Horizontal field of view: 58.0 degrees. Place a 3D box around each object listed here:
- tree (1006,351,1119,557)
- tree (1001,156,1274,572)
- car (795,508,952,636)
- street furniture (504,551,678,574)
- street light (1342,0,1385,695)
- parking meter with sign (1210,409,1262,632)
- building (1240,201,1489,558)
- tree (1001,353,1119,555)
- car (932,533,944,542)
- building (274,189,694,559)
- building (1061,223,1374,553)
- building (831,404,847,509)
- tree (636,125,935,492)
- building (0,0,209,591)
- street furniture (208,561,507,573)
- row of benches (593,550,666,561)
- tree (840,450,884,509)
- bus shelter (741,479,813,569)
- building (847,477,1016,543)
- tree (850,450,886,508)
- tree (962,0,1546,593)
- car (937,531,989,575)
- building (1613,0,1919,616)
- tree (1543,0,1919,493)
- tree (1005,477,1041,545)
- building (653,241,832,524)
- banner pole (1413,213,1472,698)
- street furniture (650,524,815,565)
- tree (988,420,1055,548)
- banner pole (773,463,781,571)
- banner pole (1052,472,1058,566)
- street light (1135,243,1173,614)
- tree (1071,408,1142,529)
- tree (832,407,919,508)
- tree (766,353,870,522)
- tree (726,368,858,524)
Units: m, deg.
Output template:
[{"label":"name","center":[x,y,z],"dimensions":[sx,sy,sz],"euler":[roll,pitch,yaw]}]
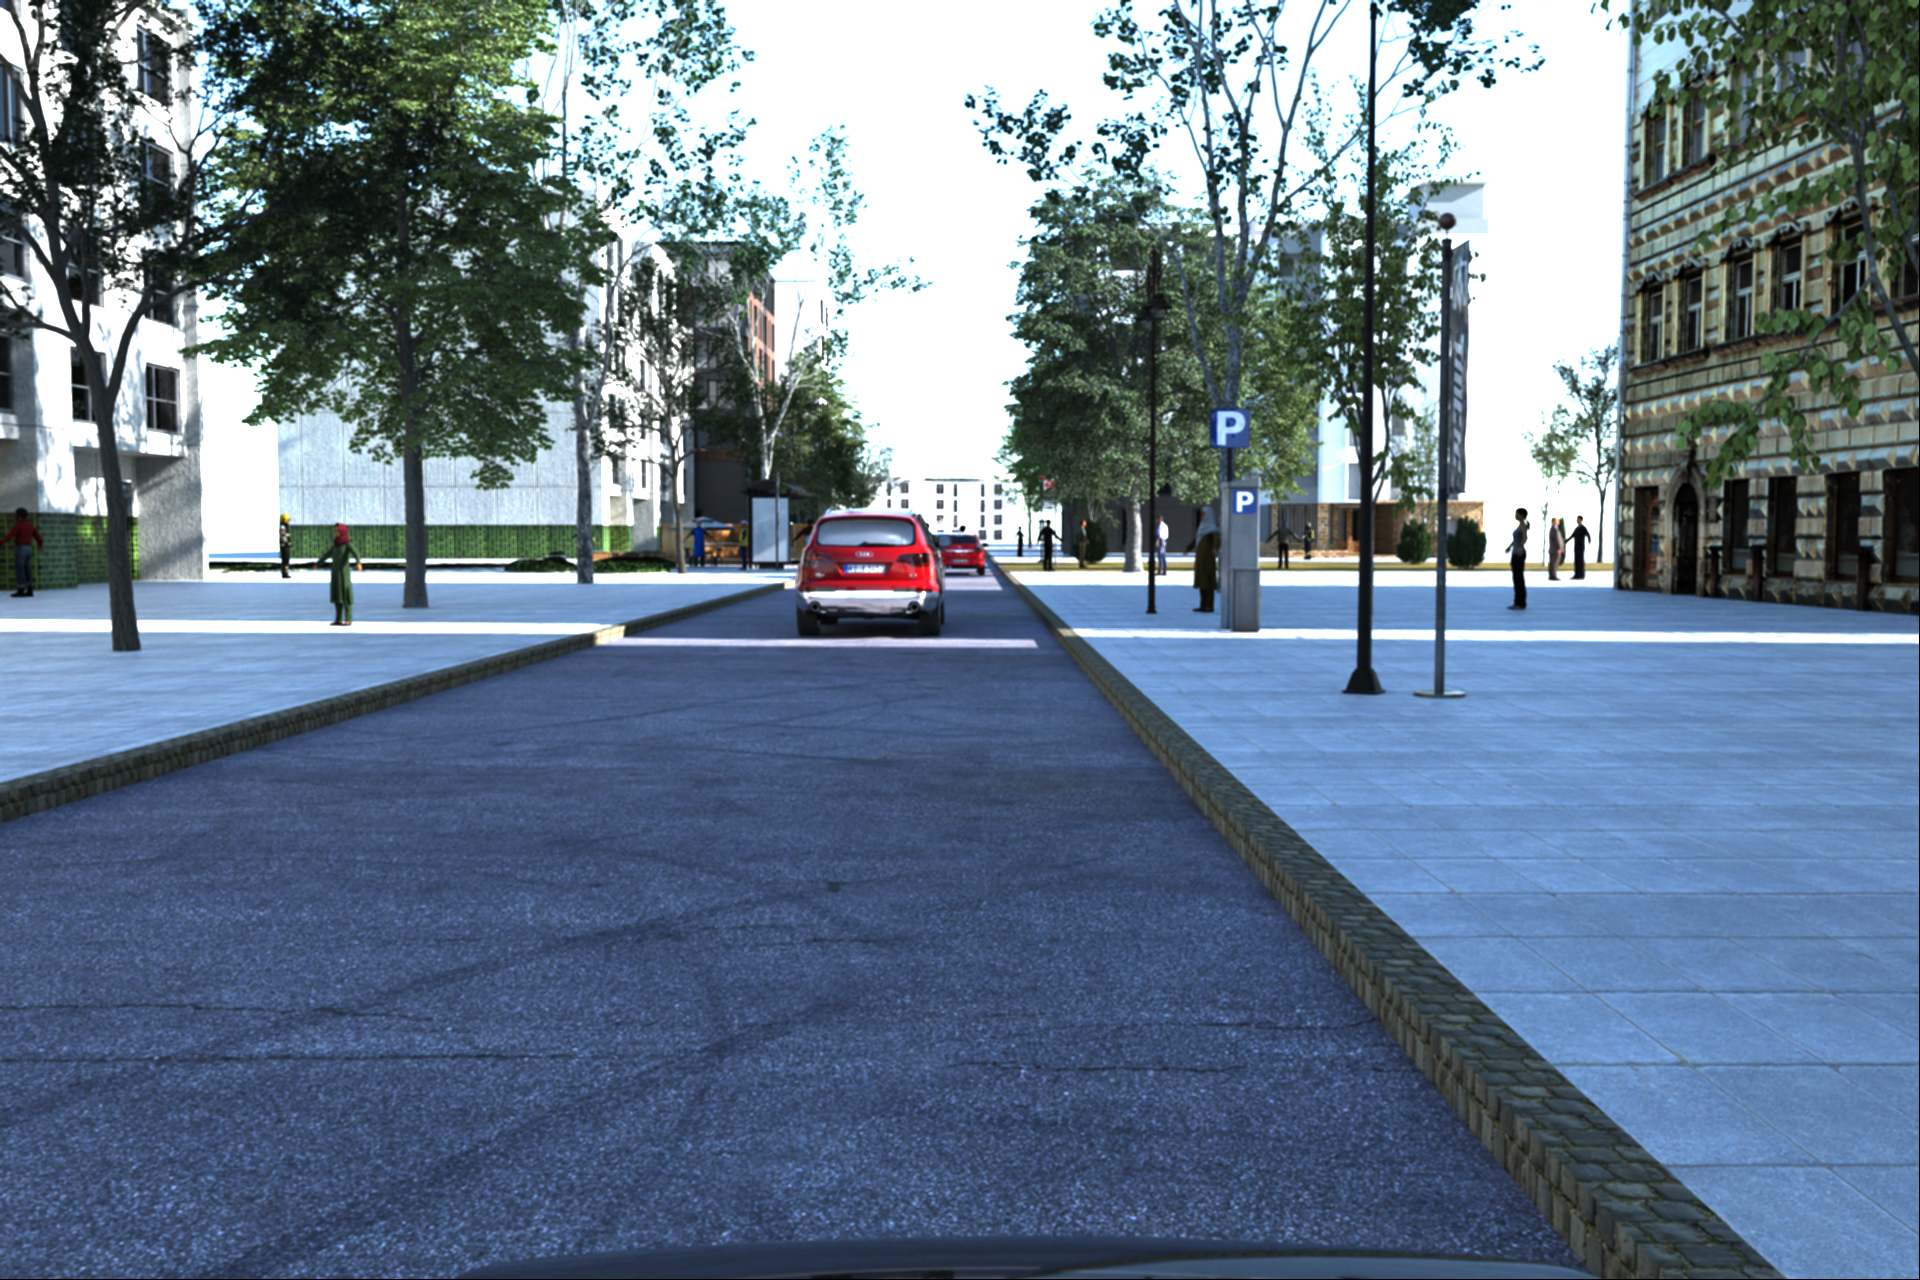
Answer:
[{"label":"tree","center":[6.313,-10.492,97.296],"dimensions":[9.928,11.665,9.643],"euler":[0,3,0]},{"label":"tree","center":[5.750,-9.240,57.732],"dimensions":[9.857,13.997,8.962],"euler":[0,3,0]},{"label":"car","center":[-1.264,-1.057,25.955],"dimensions":[2.281,1.827,5.304],"euler":[0,4,1]},{"label":"street furniture","center":[-12.518,-2.721,60.116],"dimensions":[5.734,0.657,10.072],"euler":[0,4,-4]},{"label":"street light","center":[3.806,-2.524,13.811],"dimensions":[1.470,5.913,1.316],"euler":[0,4,1]},{"label":"parking meter with sign","center":[3.754,-1.656,23.333],"dimensions":[0.543,3.016,1.738],"euler":[0,4,0]},{"label":"building","center":[22.125,-15.204,105.007],"dimensions":[16.016,20.090,11.380],"euler":[0,4,1]},{"label":"tree","center":[6.268,-11.636,108.371],"dimensions":[7.486,12.596,7.792],"euler":[0,3,0]},{"label":"car","center":[-0.825,-4.490,83.006],"dimensions":[1.945,1.707,3.694],"euler":[0,4,-1]},{"label":"building","center":[-26.870,-14.574,104.750],"dimensions":[16.747,18.905,31.486],"euler":[0,4,0]},{"label":"building","center":[21.424,-17.510,130.256],"dimensions":[27.936,21.610,32.646],"euler":[0,4,0]},{"label":"building","center":[-24.322,-22.294,230.959],"dimensions":[16.747,18.905,31.486],"euler":[0,4,-1]},{"label":"tree","center":[-8.024,-13.707,80.000],"dimensions":[12.611,20.169,13.585],"euler":[0,3,0]},{"label":"building","center":[-29.107,-10.112,31.787],"dimensions":[16.747,18.905,31.486],"euler":[0,4,-1]},{"label":"street furniture","center":[-31.138,-3.896,68.736],"dimensions":[27.439,1.986,14.083],"euler":[3,4,36]},{"label":"row of benches","center":[-13.231,-3.200,67.782],"dimensions":[1.422,0.672,4.104],"euler":[3,4,37]},{"label":"tree","center":[-8.354,-11.372,136.300],"dimensions":[4.737,8.622,4.395],"euler":[0,3,0]},{"label":"bus shelter","center":[-6.965,-4.432,66.394],"dimensions":[2.014,3.302,5.546],"euler":[0,4,2]},{"label":"building","center":[-5.656,-18.888,253.421],"dimensions":[28.070,9.664,9.099],"euler":[0,4,-6]},{"label":"tree","center":[-8.768,-12.329,151.933],"dimensions":[4.360,8.622,3.978],"euler":[0,3,0]},{"label":"tree","center":[6.482,-11.175,38.596],"dimensions":[12.611,20.169,13.585],"euler":[0,3,0]},{"label":"car","center":[-0.036,-3.240,62.010],"dimensions":[2.155,1.783,4.494],"euler":[0,4,-1]},{"label":"building","center":[24.240,-12.178,30.040],"dimensions":[19.493,23.208,18.063],"euler":[0,4,0]},{"label":"tree","center":[5.437,-3.612,9.419],"dimensions":[4.737,8.622,4.395],"euler":[0,3,0]},{"label":"tree","center":[6.744,-13.206,166.275],"dimensions":[4.360,8.622,3.978],"euler":[0,3,0]},{"label":"building","center":[-25.354,-17.942,137.319],"dimensions":[27.936,21.610,32.646],"euler":[0,4,0]},{"label":"banner pole","center":[3.797,-1.429,13.384],"dimensions":[0.401,3.779,0.863],"euler":[0,4,0]},{"label":"street furniture","center":[-9.753,-4.271,76.693],"dimensions":[11.010,1.723,9.812],"euler":[2,4,26]},{"label":"tree","center":[6.259,-14.120,156.620],"dimensions":[9.928,11.665,9.643],"euler":[0,3,0]},{"label":"banner pole","center":[-6.444,-4.355,61.228],"dimensions":[0.401,3.779,0.863],"euler":[0,4,2]},{"label":"banner pole","center":[3.797,-4.807,68.610],"dimensions":[0.401,3.779,0.863],"euler":[0,4,0]},{"label":"street light","center":[3.098,-3.368,27.847],"dimensions":[0.468,5.910,1.993],"euler":[0,4,0]},{"label":"tree","center":[6.555,-8.410,87.859],"dimensions":[4.360,8.622,3.978],"euler":[0,3,0]},{"label":"tree","center":[-9.175,-15.613,165.645],"dimensions":[12.009,13.543,11.850],"euler":[0,3,0]},{"label":"tree","center":[-9.242,-11.624,108.180],"dimensions":[7.486,12.596,7.792],"euler":[0,3,0]},{"label":"tree","center":[-9.155,-9.962,97.289],"dimensions":[7.601,10.594,8.767],"euler":[2,4,30]}]
